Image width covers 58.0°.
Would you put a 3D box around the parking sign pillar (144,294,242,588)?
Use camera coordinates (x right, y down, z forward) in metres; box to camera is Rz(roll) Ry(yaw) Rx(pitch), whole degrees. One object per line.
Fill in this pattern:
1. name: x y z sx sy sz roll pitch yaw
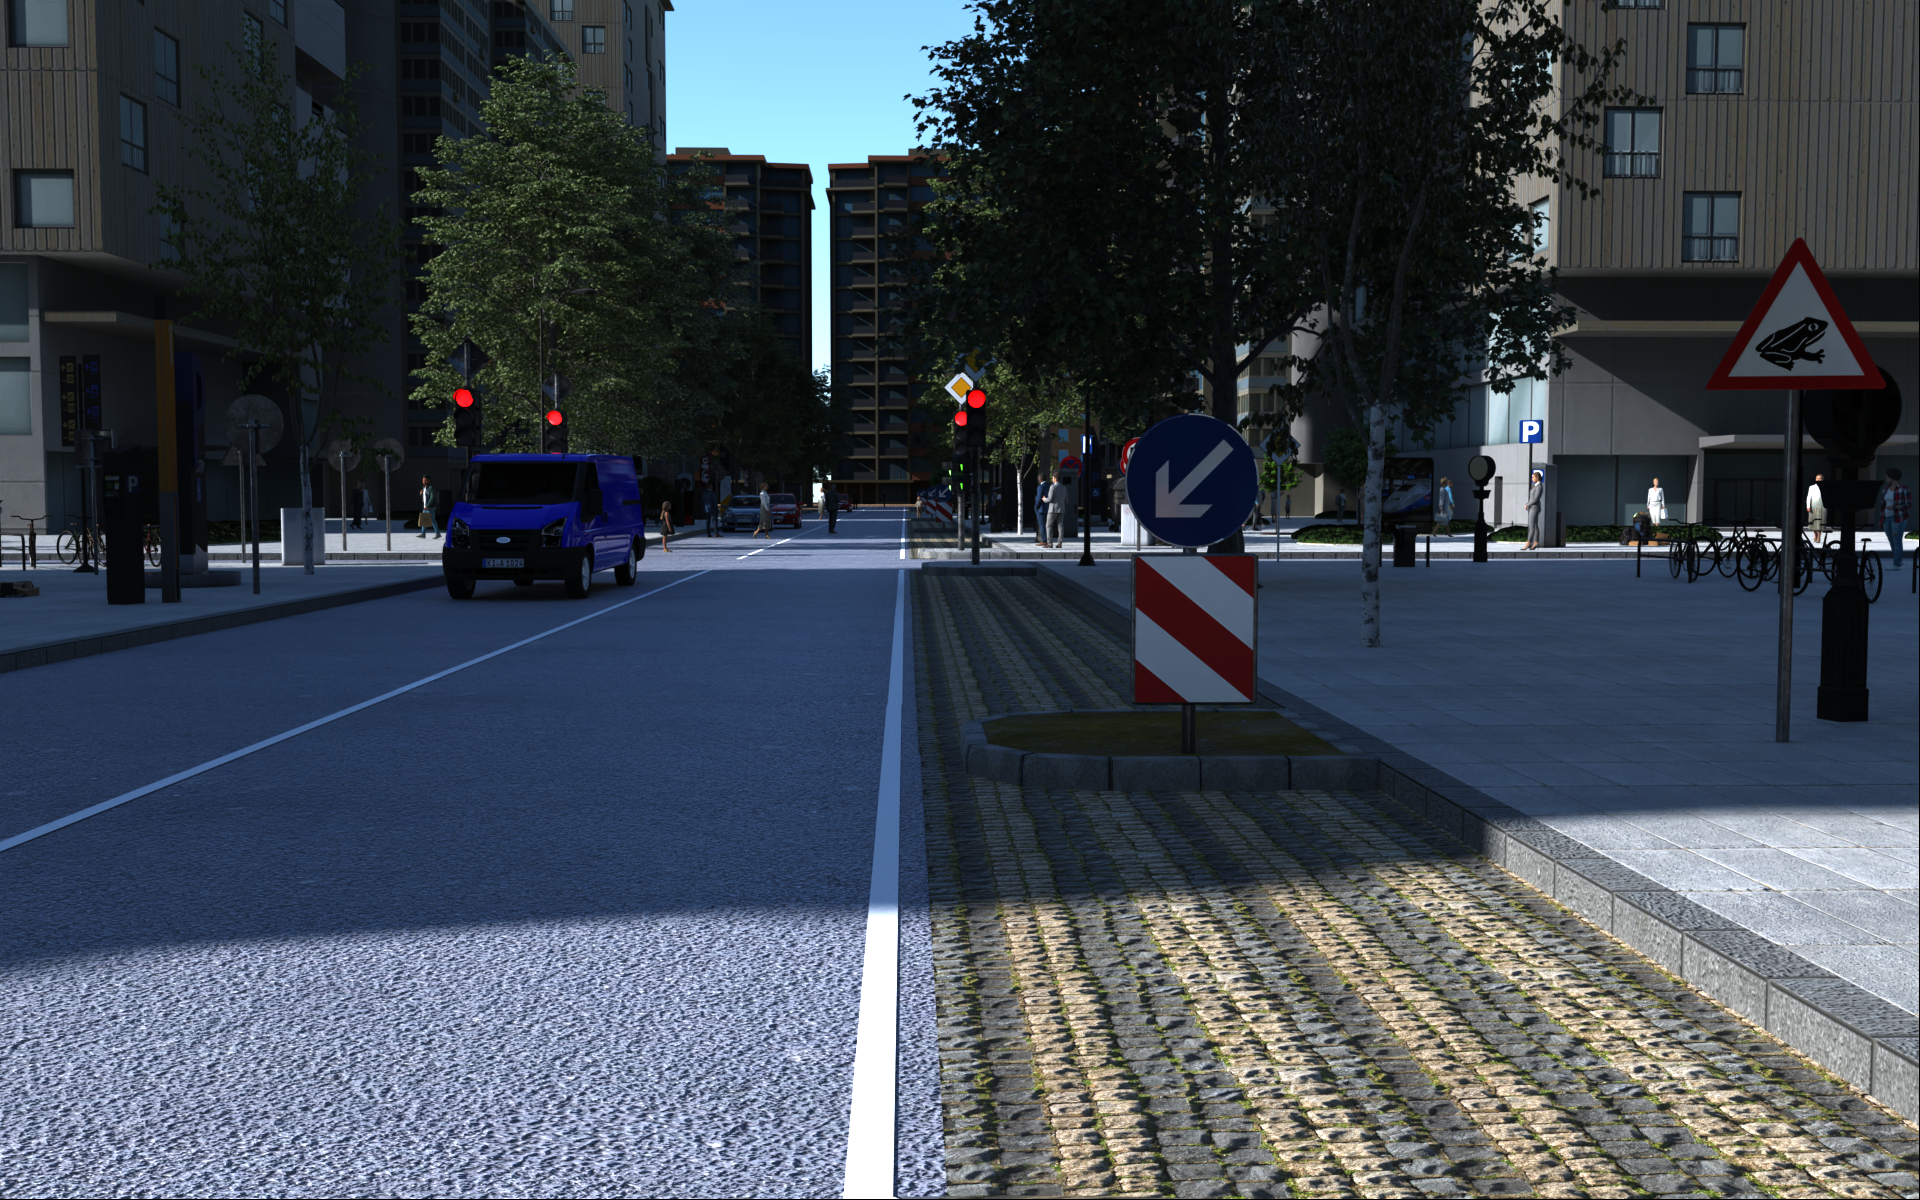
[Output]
1. parking sign pillar: -10.846 -2.182 24.146 1.447 3.967 1.447 -1 4 -15

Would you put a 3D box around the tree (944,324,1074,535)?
1. tree: 1.936 -6.360 54.349 4.737 8.622 4.395 0 3 0

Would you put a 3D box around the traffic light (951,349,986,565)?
1. traffic light: 0.266 -2.597 31.386 0.839 4.253 0.868 0 4 -2

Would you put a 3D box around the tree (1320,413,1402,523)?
1. tree: 16.195 -5.269 69.855 4.285 4.588 4.351 0 3 0

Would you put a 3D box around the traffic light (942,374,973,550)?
1. traffic light: 0.013 -3.085 39.367 0.839 4.253 0.868 0 4 -2

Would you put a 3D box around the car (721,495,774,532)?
1. car: -8.120 -3.331 66.467 2.014 1.417 4.499 0 4 -3

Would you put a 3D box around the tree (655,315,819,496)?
1. tree: -11.693 -9.501 89.757 8.767 10.594 7.601 -1 4 -11

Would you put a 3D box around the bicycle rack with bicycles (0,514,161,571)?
1. bicycle rack with bicycles: -15.617 -1.047 30.501 2.852 0.926 2.925 -3 5 -39

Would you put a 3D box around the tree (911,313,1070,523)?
1. tree: 1.510 -9.219 76.490 9.928 11.665 9.643 0 3 0

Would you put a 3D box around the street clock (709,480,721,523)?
1. street clock: -10.780 -4.384 76.240 0.358 2.002 0.471 3 5 41

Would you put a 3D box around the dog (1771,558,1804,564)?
1. dog: 15.236 -0.866 31.890 0.550 0.427 0.748 0 4 -4

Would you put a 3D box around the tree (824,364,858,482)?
1. tree: -14.860 -16.115 170.142 9.857 13.997 8.962 0 3 0

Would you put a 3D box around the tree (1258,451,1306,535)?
1. tree: 9.905 -3.678 54.735 1.663 3.219 1.824 0 3 0

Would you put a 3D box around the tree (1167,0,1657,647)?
1. tree: 3.596 -3.922 14.489 4.360 8.622 3.978 0 3 0

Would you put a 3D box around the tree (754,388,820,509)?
1. tree: -12.295 -10.367 119.858 4.737 8.622 4.395 0 3 0

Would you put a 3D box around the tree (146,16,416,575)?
1. tree: -10.360 -4.695 27.126 4.737 8.622 4.395 0 3 0

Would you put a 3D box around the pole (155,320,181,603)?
1. pole: -9.331 -1.624 20.399 0.158 3.312 0.155 0 3 0

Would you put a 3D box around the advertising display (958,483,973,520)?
1. advertising display: 0.280 -4.977 86.595 0.123 1.923 0.974 -3 5 -42

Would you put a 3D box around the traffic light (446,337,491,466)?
1. traffic light: -8.791 -2.579 31.084 0.839 4.253 0.868 0 4 -2

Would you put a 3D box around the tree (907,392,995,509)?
1. tree: -0.393 -13.106 148.699 8.767 10.594 7.601 0 4 0

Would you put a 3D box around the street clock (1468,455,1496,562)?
1. street clock: 9.802 -1.712 32.570 0.358 2.002 0.471 -2 4 -33

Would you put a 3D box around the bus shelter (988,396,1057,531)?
1. bus shelter: 2.159 -5.272 63.825 2.179 5.291 8.768 0 4 -2

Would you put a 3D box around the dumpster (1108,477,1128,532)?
1. dumpster: 5.742 -3.247 58.846 1.264 1.857 1.865 0 4 -2

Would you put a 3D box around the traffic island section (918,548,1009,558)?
1. traffic island section: 0.053 -1.052 39.482 2.009 0.180 2.903 0 4 -2

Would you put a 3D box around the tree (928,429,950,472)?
1. tree: -1.758 -14.302 184.194 4.360 8.622 3.978 0 3 0

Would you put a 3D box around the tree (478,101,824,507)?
1. tree: -11.108 -9.153 56.305 9.857 13.997 8.962 0 3 0

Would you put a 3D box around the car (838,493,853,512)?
1. car: -9.503 -7.817 136.843 2.155 1.783 4.494 0 3 0

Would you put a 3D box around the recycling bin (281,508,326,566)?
1. recycling bin: -11.890 -1.151 31.375 0.722 1.027 0.722 -1 4 -19

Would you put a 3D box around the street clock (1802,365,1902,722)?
1. street clock: 5.014 -0.319 9.782 0.471 2.002 0.358 -1 4 -13

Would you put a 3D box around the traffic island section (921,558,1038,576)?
1. traffic island section: 0.306 -0.564 31.501 2.009 0.180 2.903 0 4 -2

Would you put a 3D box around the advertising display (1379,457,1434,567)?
1. advertising display: 7.815 -1.542 30.421 0.974 1.923 0.123 0 4 -2

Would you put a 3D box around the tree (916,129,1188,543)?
1. tree: 2.652 -7.792 45.532 7.486 12.596 7.792 0 3 0

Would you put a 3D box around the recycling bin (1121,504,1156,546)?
1. recycling bin: 4.439 -1.864 43.029 0.722 1.027 0.722 1 4 21

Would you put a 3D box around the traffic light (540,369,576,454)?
1. traffic light: -9.043 -3.067 39.065 0.839 4.253 0.868 0 4 -2

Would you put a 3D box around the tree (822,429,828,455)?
1. tree: -13.130 -11.941 145.591 4.737 8.622 4.395 0 3 0

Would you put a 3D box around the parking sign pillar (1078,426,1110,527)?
1. parking sign pillar: 5.214 -4.884 68.332 1.447 3.967 1.447 -1 4 -9

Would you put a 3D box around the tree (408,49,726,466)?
1. tree: -10.417 -7.758 44.963 7.486 12.596 7.792 0 3 0

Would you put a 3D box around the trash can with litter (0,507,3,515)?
1. trash can with litter: -23.344 -1.850 41.639 0.624 1.170 1.055 -2 4 -30

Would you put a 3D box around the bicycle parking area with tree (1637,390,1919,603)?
1. bicycle parking area with tree: 14.051 -2.249 23.779 8.231 4.147 9.016 1 4 12

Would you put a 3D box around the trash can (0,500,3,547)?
1. trash can: -22.357 -1.718 39.738 0.748 1.137 0.748 0 3 0

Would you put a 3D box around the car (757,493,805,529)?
1. car: -7.566 -3.880 72.475 2.155 1.783 4.494 0 4 -3

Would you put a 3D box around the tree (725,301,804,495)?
1. tree: -12.721 -11.272 102.429 7.486 12.596 7.792 0 3 0

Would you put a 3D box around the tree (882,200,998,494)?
1. tree: 2.480 -15.093 102.658 12.611 20.169 13.585 0 3 0

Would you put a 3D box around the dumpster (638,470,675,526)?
1. dumpster: -12.160 -4.053 68.765 1.502 2.255 1.985 0 4 -2

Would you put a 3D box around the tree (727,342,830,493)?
1. tree: -13.451 -12.938 128.546 9.611 12.733 9.660 0 3 0

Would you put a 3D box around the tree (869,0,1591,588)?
1. tree: 3.535 -6.514 23.519 9.611 12.733 9.660 0 3 0
